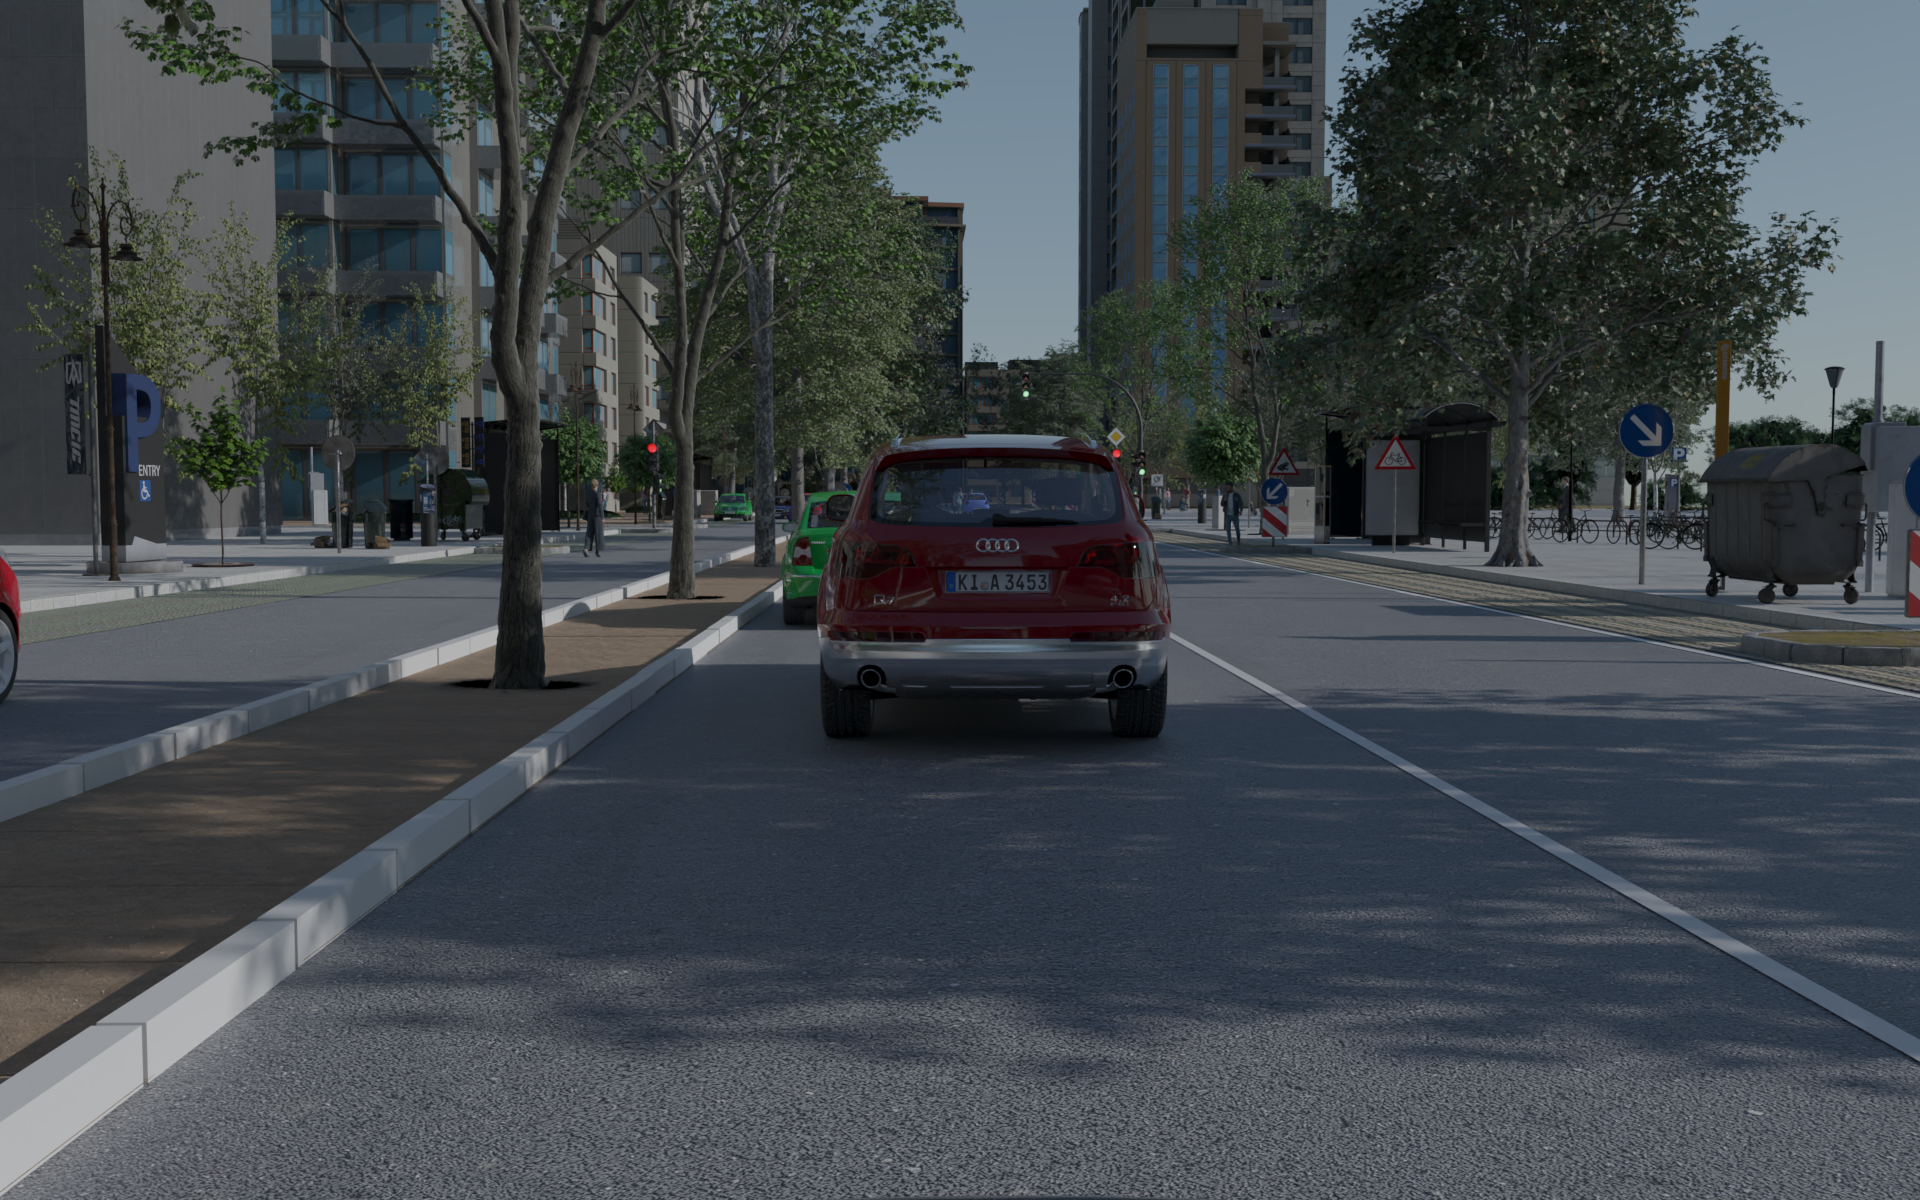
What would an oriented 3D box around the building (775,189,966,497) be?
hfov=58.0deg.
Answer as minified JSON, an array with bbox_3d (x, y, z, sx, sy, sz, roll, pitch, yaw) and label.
[{"bbox_3d":[-13.759,-36.451,250.593,28.867,44.769,22.147,0,4,-1],"label":"building"}]

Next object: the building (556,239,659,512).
[{"bbox_3d":[-38.928,-17.542,131.849,27.650,21.520,28.899,0,4,-1],"label":"building"}]

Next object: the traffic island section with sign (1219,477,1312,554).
[{"bbox_3d":[7.385,-2.051,42.167,1.989,1.847,2.006,0,4,-1],"label":"traffic island section with sign"}]

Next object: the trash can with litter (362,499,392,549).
[{"bbox_3d":[-13.586,-1.784,40.561,0.624,1.170,1.055,-3,4,-38],"label":"trash can with litter"}]

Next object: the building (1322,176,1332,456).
[{"bbox_3d":[40.496,-38.314,250.142,21.600,48.544,21.300,0,4,-1],"label":"building"}]

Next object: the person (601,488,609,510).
[{"bbox_3d":[-21.367,-5.942,104.030,0.563,1.720,0.643,-2,4,-26],"label":"person"}]

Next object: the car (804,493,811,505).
[{"bbox_3d":[-9.172,-5.853,104.730,2.155,1.783,4.494,0,4,-1],"label":"car"}]

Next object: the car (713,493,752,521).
[{"bbox_3d":[-11.989,-5.062,91.560,1.959,1.807,4.718,0,4,-3],"label":"car"}]

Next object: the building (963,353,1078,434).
[{"bbox_3d":[15.153,-25.032,254.311,28.899,21.520,27.650,0,4,-1],"label":"building"}]

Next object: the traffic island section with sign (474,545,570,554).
[{"bbox_3d":[-10.537,-2.035,41.905,1.989,1.847,2.006,0,4,-1],"label":"traffic island section with sign"}]

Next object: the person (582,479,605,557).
[{"bbox_3d":[-8.296,-1.858,39.299,0.576,1.772,0.534,1,4,9],"label":"person"}]

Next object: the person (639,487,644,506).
[{"bbox_3d":[-22.880,-7.275,125.173,0.728,1.800,0.709,0,4,7],"label":"person"}]

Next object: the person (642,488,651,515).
[{"bbox_3d":[-19.604,-6.256,108.331,0.555,1.821,0.388,0,4,-8],"label":"person"}]

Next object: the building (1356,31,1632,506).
[{"bbox_3d":[60.303,-37.532,202.892,27.495,52.752,28.713,0,4,-1],"label":"building"}]

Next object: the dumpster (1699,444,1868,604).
[{"bbox_3d":[9.890,-0.922,20.827,1.264,1.857,1.865,0,4,-1],"label":"dumpster"}]

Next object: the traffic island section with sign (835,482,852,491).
[{"bbox_3d":[-4.815,-3.938,72.521,2.006,1.907,1.989,0,4,-1],"label":"traffic island section with sign"}]

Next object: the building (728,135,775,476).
[{"bbox_3d":[-41.975,-40.498,251.378,27.495,52.752,28.713,0,4,-1],"label":"building"}]

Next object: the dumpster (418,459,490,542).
[{"bbox_3d":[-13.844,-2.744,47.351,1.502,2.255,1.985,0,4,-1],"label":"dumpster"}]

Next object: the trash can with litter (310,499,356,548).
[{"bbox_3d":[-14.870,-1.812,41.008,1.055,1.170,0.624,1,4,8],"label":"trash can with litter"}]

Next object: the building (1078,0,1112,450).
[{"bbox_3d":[24.289,-40.325,201.318,21.231,58.520,28.212,0,4,-1],"label":"building"}]

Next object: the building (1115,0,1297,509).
[{"bbox_3d":[21.979,-31.077,158.222,14.600,45.320,14.200,0,4,-1],"label":"building"}]

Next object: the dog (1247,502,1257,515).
[{"bbox_3d":[17.636,-5.484,104.035,0.513,0.831,0.800,-1,4,-10],"label":"dog"}]

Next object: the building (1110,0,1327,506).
[{"bbox_3d":[24.441,-45.102,175.673,20.563,71.187,20.611,0,4,-1],"label":"building"}]

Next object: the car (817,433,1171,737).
[{"bbox_3d":[0.184,-0.188,11.744,2.281,1.827,5.304,0,4,0],"label":"car"}]

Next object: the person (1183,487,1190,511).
[{"bbox_3d":[17.543,-7.843,134.254,0.580,1.828,0.573,0,4,-6],"label":"person"}]

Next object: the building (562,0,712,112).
[{"bbox_3d":[-37.725,-34.950,160.672,28.713,52.752,27.495,0,4,-1],"label":"building"}]

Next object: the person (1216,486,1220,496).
[{"bbox_3d":[17.285,-6.701,115.628,0.654,1.822,0.581,2,4,30],"label":"person"}]

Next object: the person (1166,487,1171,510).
[{"bbox_3d":[16.701,-8.131,139.001,0.388,1.821,0.555,2,4,35],"label":"person"}]

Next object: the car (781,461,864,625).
[{"bbox_3d":[-1.141,-0.709,20.390,1.959,1.807,4.718,0,4,-3],"label":"car"}]

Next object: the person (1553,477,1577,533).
[{"bbox_3d":[19.735,-3.097,56.459,0.755,1.850,0.659,1,4,23],"label":"person"}]

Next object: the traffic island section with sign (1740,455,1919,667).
[{"bbox_3d":[8.066,-0.403,15.221,1.989,1.847,2.006,0,4,-1],"label":"traffic island section with sign"}]

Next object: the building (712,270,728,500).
[{"bbox_3d":[-32.344,-25.142,182.775,14.160,30.474,14.107,0,4,-1],"label":"building"}]

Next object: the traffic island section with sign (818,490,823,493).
[{"bbox_3d":[-13.908,-10.141,174.426,1.989,1.847,2.006,0,4,-1],"label":"traffic island section with sign"}]

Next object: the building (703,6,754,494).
[{"bbox_3d":[-40.853,-54.399,202.098,31.000,86.520,22.319,0,4,-1],"label":"building"}]

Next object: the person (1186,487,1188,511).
[{"bbox_3d":[17.662,-7.903,135.058,0.447,1.846,0.655,0,4,-3],"label":"person"}]

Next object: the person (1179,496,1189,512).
[{"bbox_3d":[16.371,-7.049,126.795,0.738,1.151,1.012,0,4,5],"label":"person"}]

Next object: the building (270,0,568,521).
[{"bbox_3d":[-34.163,-28.985,93.510,23.786,49.044,30.456,0,4,-1],"label":"building"}]

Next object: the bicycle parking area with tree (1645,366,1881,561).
[{"bbox_3d":[19.209,-3.029,36.533,9.016,4.147,8.231,1,4,20],"label":"bicycle parking area with tree"}]

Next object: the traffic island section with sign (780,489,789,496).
[{"bbox_3d":[-12.669,-7.160,125.697,1.989,1.847,2.006,0,4,-1],"label":"traffic island section with sign"}]

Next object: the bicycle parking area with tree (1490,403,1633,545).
[{"bbox_3d":[18.865,-3.720,47.827,8.231,4.147,9.016,-1,4,-9],"label":"bicycle parking area with tree"}]

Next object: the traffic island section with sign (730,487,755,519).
[{"bbox_3d":[-11.967,-5.494,98.462,1.989,1.847,2.006,0,4,-1],"label":"traffic island section with sign"}]

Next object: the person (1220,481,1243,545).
[{"bbox_3d":[7.369,-2.332,46.983,0.623,1.781,0.721,1,4,9],"label":"person"}]

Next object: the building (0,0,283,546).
[{"bbox_3d":[-36.488,-14.063,49.001,30.058,24.678,14.314,0,4,-1],"label":"building"}]

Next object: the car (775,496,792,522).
[{"bbox_3d":[-8.916,-4.450,85.340,1.945,1.354,3.894,0,4,0],"label":"car"}]

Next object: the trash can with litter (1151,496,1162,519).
[{"bbox_3d":[10.038,-4.675,87.816,0.624,1.170,1.055,0,4,-7],"label":"trash can with litter"}]

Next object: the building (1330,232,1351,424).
[{"bbox_3d":[58.428,-34.464,247.086,14.086,41.232,14.154,0,4,-1],"label":"building"}]

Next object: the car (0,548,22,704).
[{"bbox_3d":[-7.314,-0.069,10.162,2.155,1.783,4.494,0,4,-3],"label":"car"}]
